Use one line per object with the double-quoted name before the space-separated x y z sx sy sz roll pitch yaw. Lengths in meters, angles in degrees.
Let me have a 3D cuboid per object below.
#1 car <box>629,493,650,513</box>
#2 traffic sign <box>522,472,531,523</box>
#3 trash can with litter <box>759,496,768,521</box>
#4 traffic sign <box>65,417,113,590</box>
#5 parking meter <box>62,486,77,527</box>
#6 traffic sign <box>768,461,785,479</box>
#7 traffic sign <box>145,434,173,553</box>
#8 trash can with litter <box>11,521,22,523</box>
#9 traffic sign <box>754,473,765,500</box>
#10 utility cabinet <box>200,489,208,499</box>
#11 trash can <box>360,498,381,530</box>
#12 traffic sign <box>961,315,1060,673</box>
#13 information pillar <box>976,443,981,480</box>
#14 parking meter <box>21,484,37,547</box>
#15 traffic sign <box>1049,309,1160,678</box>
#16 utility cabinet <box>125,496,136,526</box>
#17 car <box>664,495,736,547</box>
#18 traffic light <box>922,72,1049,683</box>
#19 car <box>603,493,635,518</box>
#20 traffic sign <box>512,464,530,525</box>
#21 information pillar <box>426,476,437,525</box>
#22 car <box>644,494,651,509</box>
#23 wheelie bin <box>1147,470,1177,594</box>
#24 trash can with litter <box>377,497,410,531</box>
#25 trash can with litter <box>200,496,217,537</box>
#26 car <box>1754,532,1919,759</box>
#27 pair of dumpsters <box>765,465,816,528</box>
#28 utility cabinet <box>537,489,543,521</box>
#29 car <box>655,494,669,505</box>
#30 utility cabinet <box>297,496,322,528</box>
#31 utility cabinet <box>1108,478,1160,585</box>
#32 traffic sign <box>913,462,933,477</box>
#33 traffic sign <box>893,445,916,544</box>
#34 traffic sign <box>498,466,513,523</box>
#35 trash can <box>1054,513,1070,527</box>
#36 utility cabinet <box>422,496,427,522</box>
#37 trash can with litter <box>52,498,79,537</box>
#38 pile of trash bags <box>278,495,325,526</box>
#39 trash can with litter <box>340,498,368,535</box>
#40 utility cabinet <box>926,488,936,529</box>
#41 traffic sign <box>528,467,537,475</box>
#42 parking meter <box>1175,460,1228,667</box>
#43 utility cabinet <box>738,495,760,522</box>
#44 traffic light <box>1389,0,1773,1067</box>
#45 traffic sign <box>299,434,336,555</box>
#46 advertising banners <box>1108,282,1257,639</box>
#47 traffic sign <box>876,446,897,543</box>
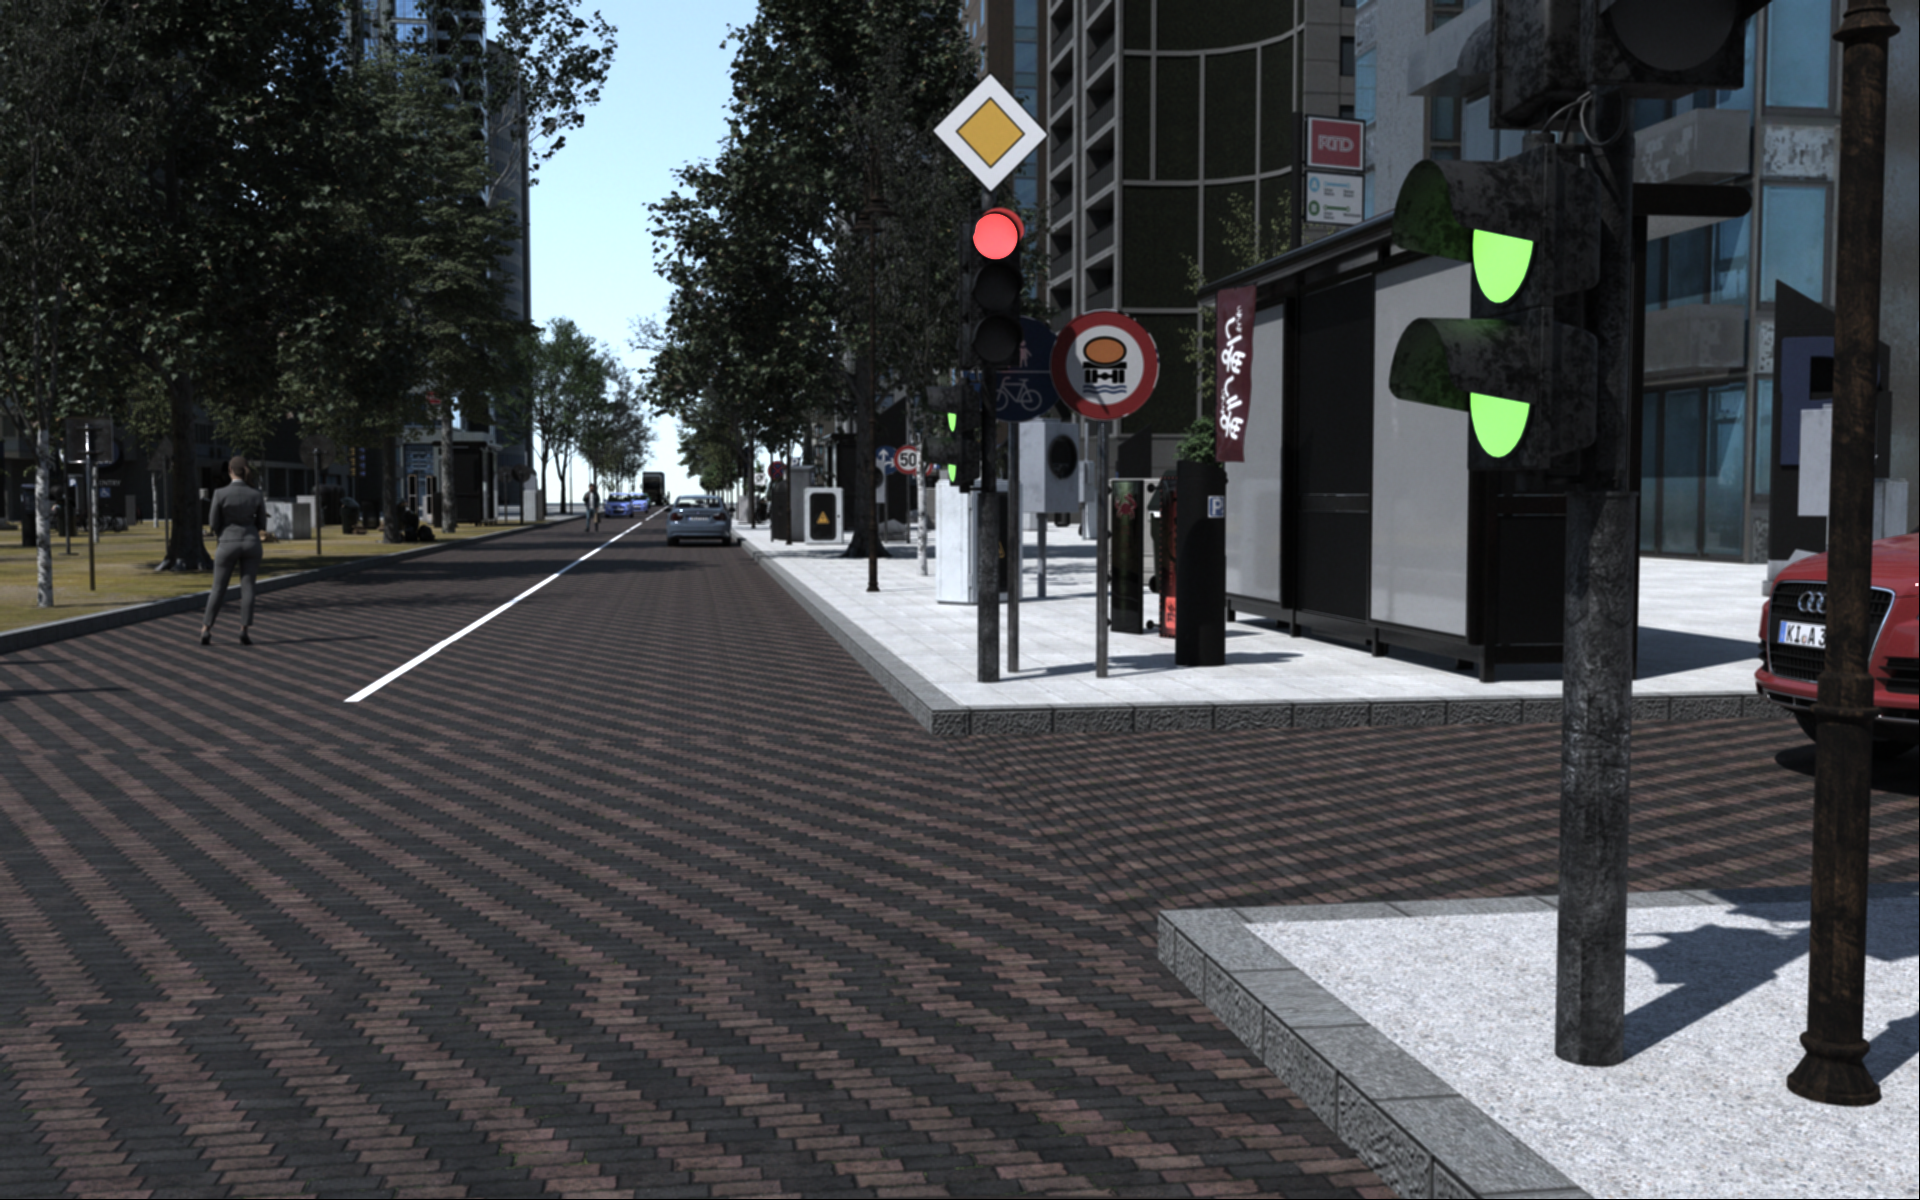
"car" -24.276 -7.368 130.064 1.945 1.707 3.694 -1 4 -10
"traffic sign" -19.443 -4.697 76.909 0.768 2.556 0.104 0 4 0
"trash can with litter" -9.618 -4.314 81.915 1.055 1.170 0.624 0 4 -8
"traffic sign" -11.537 -1.275 22.975 0.606 2.300 0.079 0 4 -1
"parking meter" -27.209 -2.722 52.915 0.372 1.533 0.369 0 3 0
"traffic sign" -7.010 -4.072 66.683 0.768 2.556 0.104 0 4 -6
"traffic sign" -17.141 -2.287 37.391 0.884 2.594 0.081 0 4 0
"trash can with litter" -40.860 -3.992 76.330 1.678 1.210 2.233 -1 4 -19
"traffic sign" -9.730 -5.016 84.145 0.606 2.300 0.079 0 4 1
"utility cabinet" -33.353 -4.084 75.459 1.173 1.500 0.318 1 4 12
"trash can" -21.324 -3.122 62.695 0.748 1.137 0.748 0 3 0
"traffic sign" 0.384 -0.752 12.402 0.768 2.556 0.104 0 4 -3
"information pillar" 0.449 -3.149 42.840 0.504 3.616 0.183 2 4 31
"parking meter" -22.700 -2.071 42.280 0.372 1.533 0.369 0 3 0
"traffic sign" 0.993 -0.730 12.037 0.768 2.556 0.104 0 4 -5
"utility cabinet" -33.975 -3.609 70.167 0.306 1.237 1.020 3 5 44
"car" -7.304 -2.240 48.624 2.014 1.417 4.499 0 4 -7
"traffic light" 0.176 -1.395 11.721 0.839 4.253 0.868 -1 4 -9
"car" -20.911 -5.917 106.327 1.945 1.707 3.694 -1 4 -10
"traffic sign" -18.450 -4.444 72.770 0.768 2.556 0.104 0 4 1
"information pillar" -21.931 -4.124 71.911 0.304 2.012 0.304 2 4 26
"car" -31.314 -9.867 170.126 1.959 1.807 4.718 -1 4 -11
"wheelie bin" 2.847 -0.880 22.295 0.693 1.594 0.980 -3 5 -39
"trash can with litter" -19.608 -2.965 59.869 0.624 1.170 1.055 2 4 27
"trash can with litter" -22.820 -2.485 51.689 1.678 1.210 2.233 1 4 10
"car" 6.736 -0.014 8.908 5.304 1.827 2.281 -1 4 -10
"pair of dumpsters" -5.960 -3.576 60.957 1.574 2.255 4.437 -1 4 -9
"utility cabinet" -20.398 -4.553 83.127 0.318 1.500 1.173 -3 4 -36
"car" -40.022 -13.586 232.353 2.015 1.641 3.980 0 4 -7
"utility cabinet" -24.851 -3.364 66.157 1.020 1.237 0.306 2 4 29
"utility cabinet" 2.618 -0.954 24.279 1.173 1.500 0.318 2 4 28
"traffic sign" -1.216 -3.294 53.970 0.768 2.556 0.104 0 4 -3
"traffic sign" -1.334 -2.734 44.799 0.768 2.556 0.104 0 4 -2
"traffic sign" -20.360 -4.740 77.604 0.768 2.556 0.104 0 4 -1
"trash can" 4.018 -3.449 68.038 0.748 1.137 0.748 0 3 0
"utility cabinet" -24.681 -4.250 80.657 0.306 1.237 1.020 0 4 8
"trash can with litter" -26.840 -2.484 51.995 0.624 1.170 1.055 -1 4 -19
"pile of trash bags" -26.971 -3.603 68.660 3.447 1.369 1.912 -1 4 -13
"trash can with litter" -19.182 -2.665 54.966 1.055 1.170 0.624 3 4 36
"utility cabinet" -0.785 -3.329 63.104 1.173 1.500 0.318 -1 4 -15
"traffic sign" -20.497 -5.031 82.355 0.768 2.556 0.104 0 4 -8
"parking meter" 1.809 -0.281 13.000 0.372 1.533 0.369 0 3 0
"utility cabinet" -9.718 -4.194 79.736 1.020 1.237 0.306 2 4 29
"traffic light" 1.415 -0.912 3.833 0.839 4.253 0.868 -1 4 -9
"traffic sign" -13.519 -2.223 36.454 0.768 2.556 0.104 0 4 0
"advertising banners" 1.913 -1.167 15.275 0.090 3.025 2.074 -2 4 -31
"traffic sign" -1.947 -2.777 45.513 0.768 2.556 0.104 -1 4 -9
